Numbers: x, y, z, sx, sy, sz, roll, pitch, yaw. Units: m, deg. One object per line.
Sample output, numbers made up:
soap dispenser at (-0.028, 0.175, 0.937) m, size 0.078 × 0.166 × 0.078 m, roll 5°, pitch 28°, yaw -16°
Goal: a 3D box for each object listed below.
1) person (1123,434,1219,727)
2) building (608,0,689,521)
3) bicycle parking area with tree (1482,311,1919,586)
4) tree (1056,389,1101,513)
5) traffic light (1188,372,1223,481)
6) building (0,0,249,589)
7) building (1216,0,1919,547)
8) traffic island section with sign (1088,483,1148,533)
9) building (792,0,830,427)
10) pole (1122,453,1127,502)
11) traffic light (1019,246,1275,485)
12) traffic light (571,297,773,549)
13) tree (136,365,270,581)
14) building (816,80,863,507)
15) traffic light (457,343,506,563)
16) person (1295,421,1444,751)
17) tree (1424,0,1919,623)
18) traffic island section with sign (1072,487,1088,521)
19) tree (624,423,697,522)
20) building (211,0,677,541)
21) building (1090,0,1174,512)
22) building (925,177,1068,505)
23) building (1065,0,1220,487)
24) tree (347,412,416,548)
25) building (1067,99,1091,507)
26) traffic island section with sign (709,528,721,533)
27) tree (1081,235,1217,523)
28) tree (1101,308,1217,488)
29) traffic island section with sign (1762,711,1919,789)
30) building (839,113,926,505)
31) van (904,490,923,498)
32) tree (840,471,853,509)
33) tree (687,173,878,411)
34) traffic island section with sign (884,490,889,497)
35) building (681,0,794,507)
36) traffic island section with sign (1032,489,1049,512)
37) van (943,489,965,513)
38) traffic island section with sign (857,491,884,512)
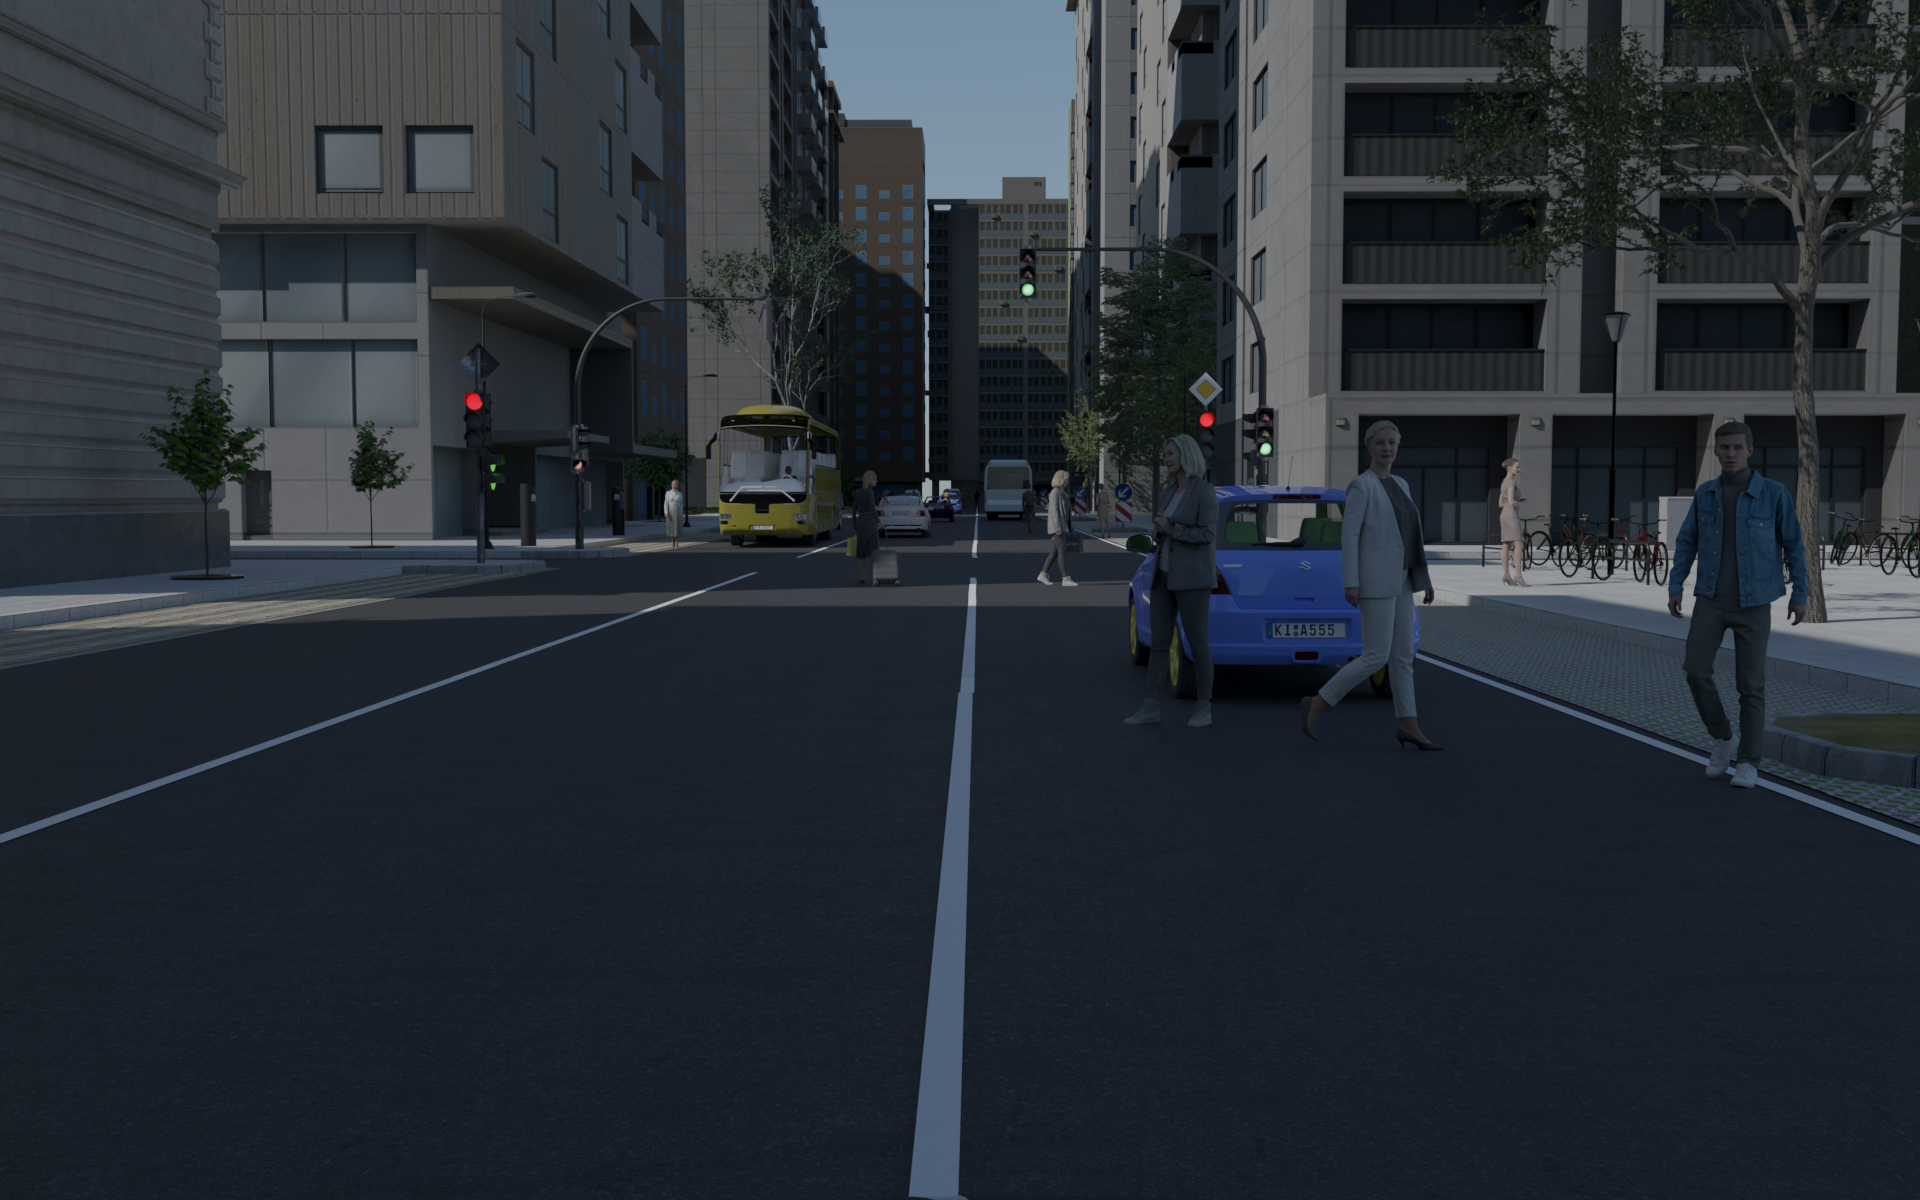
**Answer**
person at (1.344, -0.121, 10.669) m, size 0.526 × 1.800 × 0.537 m, roll -2°, pitch 4°, yaw -27°
building at (-21.971, -26.749, 87.455) m, size 14.600 × 45.320 × 14.200 m, roll 0°, pitch 4°, yaw 1°
bicycle parking area with tree at (12.940, -2.492, 27.749) m, size 8.231 × 4.147 × 9.016 m, roll 1°, pitch 4°, yaw 9°
tree at (8.867, -10.237, 117.734) m, size 4.737 × 8.622 × 4.395 m, roll 0°, pitch 3°, yaw 0°
traffic light at (5.636, -3.125, 40.014) m, size 0.839 × 4.253 × 0.868 m, roll 0°, pitch 4°, yaw 1°
building at (-22.167, -12.007, 25.196) m, size 19.941 × 23.489 × 11.050 m, roll 0°, pitch 4°, yaw 1°
building at (19.291, -37.426, 50.160) m, size 20.611 × 71.187 × 20.563 m, roll 0°, pitch 4°, yaw 1°
traffic island section with sign at (5.940, -3.431, 64.724) m, size 1.989 × 1.847 × 2.006 m, roll 0°, pitch 4°, yaw 1°
building at (-23.210, -32.493, 150.864) m, size 23.786 × 49.044 × 30.456 m, roll 0°, pitch 4°, yaw 1°
pole at (7.843, -5.435, 82.700) m, size 0.158 × 3.312 × 0.155 m, roll 0°, pitch 3°, yaw 0°
traffic light at (3.459, -3.501, 31.910) m, size 4.771 × 5.953 × 1.251 m, roll 0°, pitch 4°, yaw 1°
traffic light at (-6.732, -4.006, 40.163) m, size 4.771 × 5.953 × 1.251 m, roll 0°, pitch 4°, yaw 1°
tree at (-11.250, -1.928, 26.127) m, size 1.663 × 3.219 × 1.824 m, roll 0°, pitch 3°, yaw 0°
building at (-25.153, -32.053, 178.690) m, size 28.867 × 44.769 × 22.147 m, roll 0°, pitch 4°, yaw 1°
traffic light at (-8.909, -2.645, 32.166) m, size 0.839 × 4.253 × 0.868 m, roll 0°, pitch 4°, yaw 1°
person at (2.321, -0.085, 9.764) m, size 0.818 × 1.842 × 0.514 m, roll 2°, pitch 4°, yaw 27°
tree at (8.198, -5.059, 17.124) m, size 7.601 × 10.594 × 8.767 m, roll 1°, pitch 4°, yaw 17°
traffic island section with sign at (6.240, -5.105, 92.097) m, size 1.989 × 1.847 × 2.006 m, roll 0°, pitch 4°, yaw 1°
tree at (-13.780, -5.860, 79.527) m, size 4.285 × 4.588 × 4.351 m, roll 0°, pitch 3°, yaw 0°
building at (-25.482, -28.699, 58.470) m, size 28.713 × 52.752 × 27.495 m, roll 0°, pitch 4°, yaw 1°
building at (20.642, -36.148, 133.022) m, size 21.231 × 58.520 × 28.212 m, roll 0°, pitch 4°, yaw 1°
building at (7.833, -31.989, 214.902) m, size 23.993 × 40.220 × 32.217 m, roll 0°, pitch 4°, yaw 1°
building at (24.796, -35.003, 161.536) m, size 28.713 × 52.752 × 27.495 m, roll 0°, pitch 4°, yaw 1°
tree at (-14.054, -2.848, 41.174) m, size 1.663 × 3.219 × 1.824 m, roll 0°, pitch 3°, yaw 0°
building at (18.319, -30.527, 182.709) m, size 14.154 × 41.232 × 14.086 m, roll 0°, pitch 4°, yaw 1°
traffic island section with sign at (-8.279, -3.441, 64.884) m, size 1.989 × 1.847 × 2.006 m, roll 0°, pitch 4°, yaw 1°
tree at (8.873, -9.648, 75.871) m, size 7.486 × 12.596 × 7.792 m, roll 0°, pitch 3°, yaw 0°
tree at (8.595, -7.197, 68.035) m, size 4.737 × 8.622 × 4.395 m, roll 0°, pitch 3°, yaw 0°
traffic island section with sign at (5.353, -0.031, 9.137) m, size 1.989 × 1.847 × 2.006 m, roll 0°, pitch 4°, yaw 1°
building at (-11.347, -34.057, 206.938) m, size 14.200 × 45.320 × 14.600 m, roll 0°, pitch 4°, yaw 1°
van at (-4.471, -9.415, 160.940) m, size 2.013 × 2.044 × 4.112 m, roll 0°, pitch 4°, yaw -1°
tree at (-9.734, -9.292, 146.526) m, size 1.663 × 3.219 × 1.824 m, roll 0°, pitch 3°, yaw 0°
tree at (-11.228, -15.255, 105.308) m, size 12.611 × 20.169 × 13.585 m, roll 0°, pitch 3°, yaw 0°
traffic island section with sign at (-7.166, -9.842, 169.539) m, size 1.989 × 1.847 × 2.006 m, roll 0°, pitch 4°, yaw 1°
building at (-20.525, -41.965, 124.378) m, size 20.563 × 71.187 × 20.611 m, roll 0°, pitch 4°, yaw 1°
traffic island section with sign at (6.766, -8.170, 142.213) m, size 1.989 × 1.847 × 2.006 m, roll 0°, pitch 4°, yaw 1°
van at (-0.641, -7.835, 135.106) m, size 2.013 × 2.044 × 4.112 m, roll 0°, pitch 4°, yaw 0°
traffic island section with sign at (-7.459, -8.172, 142.244) m, size 1.989 × 1.847 × 2.006 m, roll 0°, pitch 4°, yaw 1°
